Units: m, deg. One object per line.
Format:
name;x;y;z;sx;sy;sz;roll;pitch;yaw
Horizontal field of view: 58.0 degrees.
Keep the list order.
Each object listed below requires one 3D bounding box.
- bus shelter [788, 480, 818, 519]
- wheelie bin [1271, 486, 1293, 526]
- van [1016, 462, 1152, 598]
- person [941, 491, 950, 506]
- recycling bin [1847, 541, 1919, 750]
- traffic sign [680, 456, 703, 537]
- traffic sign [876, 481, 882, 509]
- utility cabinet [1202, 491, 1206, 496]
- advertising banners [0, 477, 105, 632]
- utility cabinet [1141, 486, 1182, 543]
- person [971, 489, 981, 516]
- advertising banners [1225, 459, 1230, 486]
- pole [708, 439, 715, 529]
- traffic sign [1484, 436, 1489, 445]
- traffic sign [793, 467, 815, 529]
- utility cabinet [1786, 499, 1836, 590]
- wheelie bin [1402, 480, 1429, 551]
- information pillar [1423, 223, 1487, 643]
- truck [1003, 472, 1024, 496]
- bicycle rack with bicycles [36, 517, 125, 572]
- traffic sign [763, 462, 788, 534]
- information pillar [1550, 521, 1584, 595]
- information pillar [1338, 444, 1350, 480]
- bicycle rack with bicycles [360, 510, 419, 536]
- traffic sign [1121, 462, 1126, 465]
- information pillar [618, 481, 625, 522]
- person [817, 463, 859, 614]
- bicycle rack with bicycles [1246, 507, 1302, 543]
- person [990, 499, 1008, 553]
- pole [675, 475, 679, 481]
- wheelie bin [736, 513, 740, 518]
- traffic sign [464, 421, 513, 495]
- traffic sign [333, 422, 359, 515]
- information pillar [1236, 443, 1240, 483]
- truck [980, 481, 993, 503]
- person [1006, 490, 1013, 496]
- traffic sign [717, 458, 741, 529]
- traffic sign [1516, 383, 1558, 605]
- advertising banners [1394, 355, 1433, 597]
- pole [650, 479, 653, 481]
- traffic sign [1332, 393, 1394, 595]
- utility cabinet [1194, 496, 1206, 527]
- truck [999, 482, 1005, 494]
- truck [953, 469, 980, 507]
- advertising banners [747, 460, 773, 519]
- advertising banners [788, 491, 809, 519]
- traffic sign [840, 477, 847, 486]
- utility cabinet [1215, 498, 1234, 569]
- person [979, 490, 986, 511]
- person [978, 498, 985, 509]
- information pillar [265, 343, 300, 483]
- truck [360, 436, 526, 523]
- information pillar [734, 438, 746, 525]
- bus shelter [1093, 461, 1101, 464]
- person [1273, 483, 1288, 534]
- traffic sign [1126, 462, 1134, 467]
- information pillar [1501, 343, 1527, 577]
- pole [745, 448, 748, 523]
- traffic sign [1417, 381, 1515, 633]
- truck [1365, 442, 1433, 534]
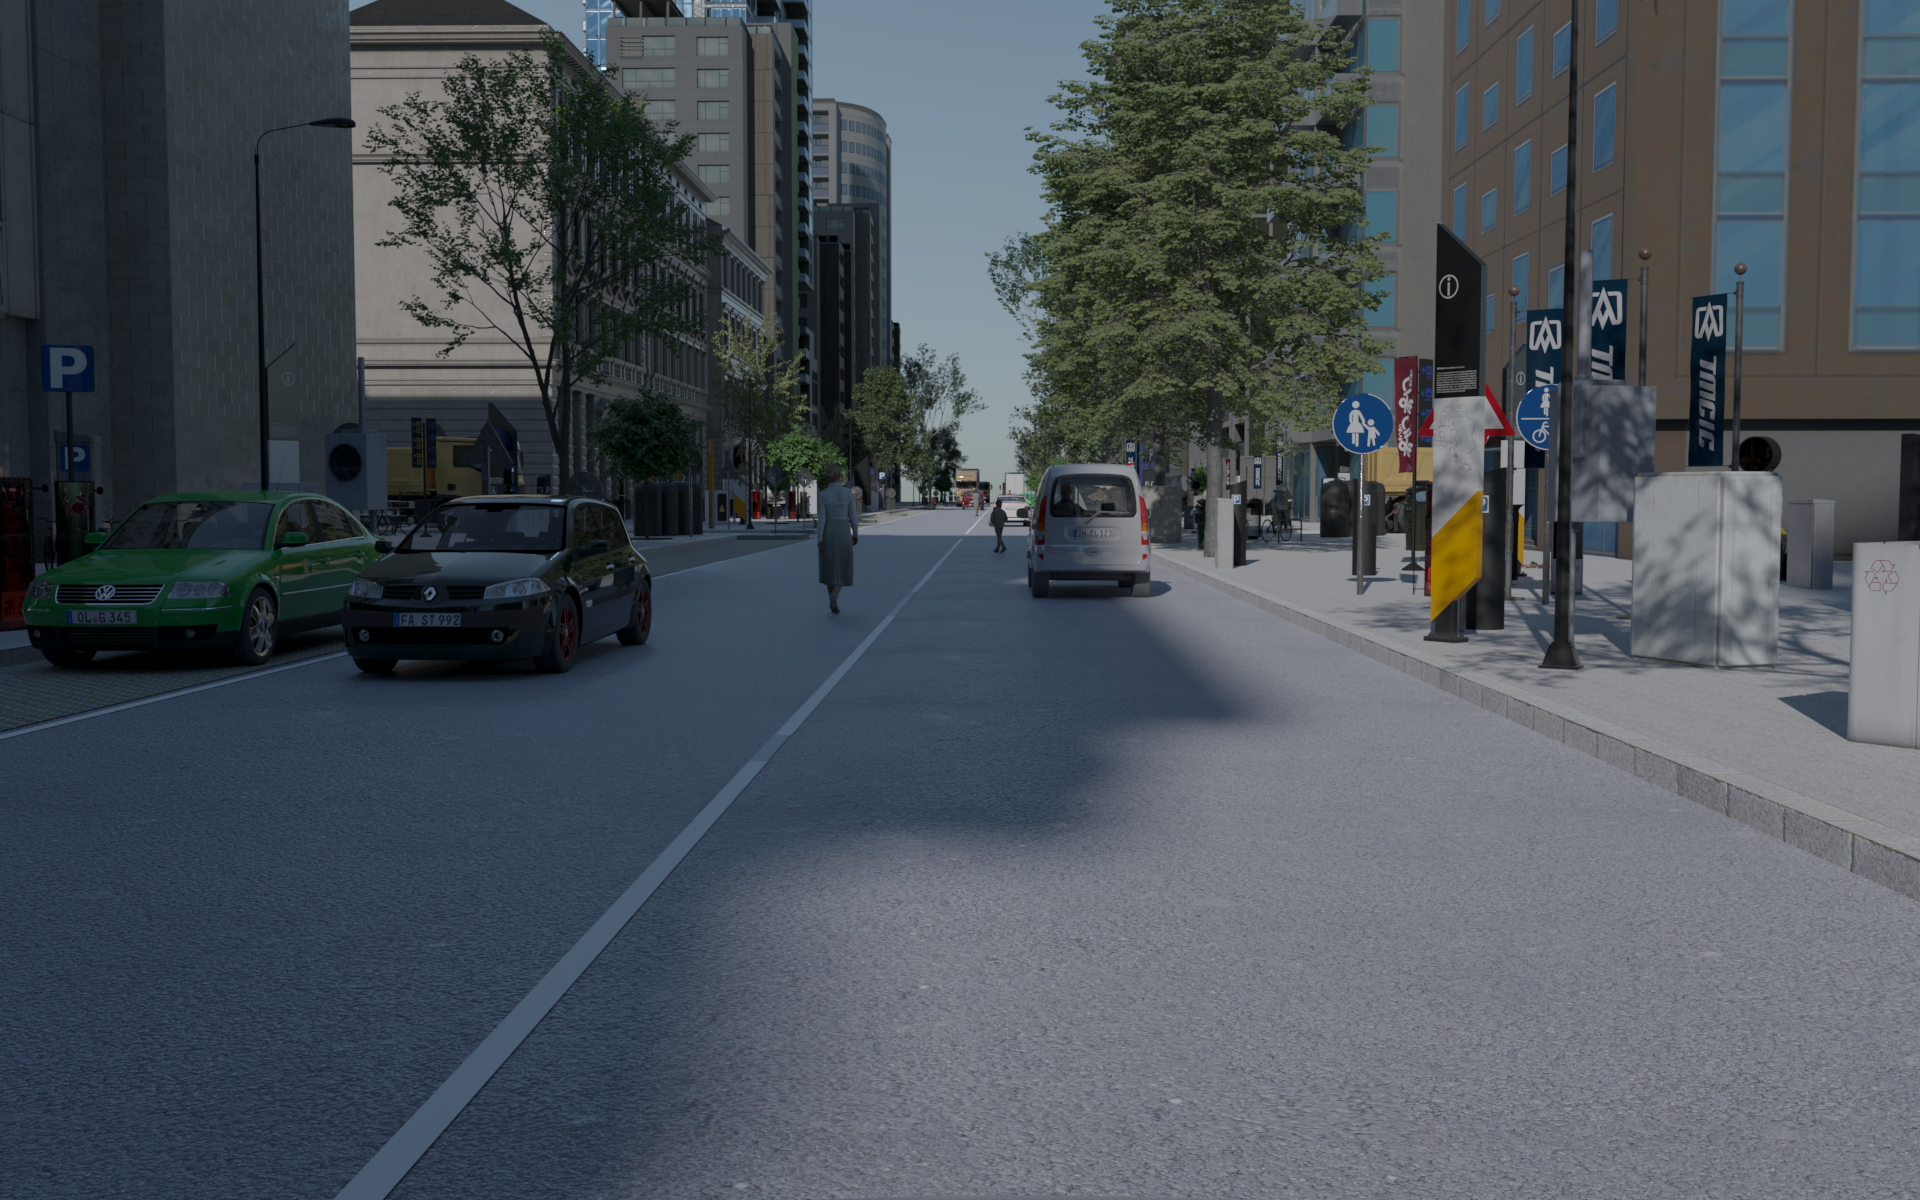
bus shelter;-8.058;-5.995;91.934;2.014;3.302;5.546;0;4;1
wheelie bin;12.941;-3.787;69.830;0.980;1.594;0.693;-3;5;-41
van;1.837;-1.123;25.366;2.013;2.044;4.112;0;4;1
person;-1.849;-12.448;212.112;1.350;1.814;0.705;2;4;31
recycling bin;5.090;0.224;8.885;0.722;1.027;0.722;-2;4;-35
traffic sign;-7.994;-3.136;51.385;0.768;2.556;0.104;0;4;5
traffic sign;-6.273;-7.998;132.898;0.606;2.300;0.079;0;4;6
utility cabinet;16.555;-6.623;116.967;0.318;1.500;1.173;0;4;-3
advertising banners;-8.872;-1.225;16.212;0.090;3.025;2.074;1;4;19
utility cabinet;5.222;-2.247;45.413;1.173;1.500;0.318;3;4;36
person;1.042;-6.292;111.738;0.716;1.782;0.532;-3;5;-40
advertising banners;13.669;-5.505;86.201;0.090;3.025;2.074;3;4;36
pole;-9.219;-4.303;64.194;0.158;3.312;0.155;0;3;0
traffic sign;6.684;-1.411;23.178;0.768;2.556;0.104;0;4;6
traffic sign;-5.672;-3.635;63.081;0.795;2.450;0.064;0;4;1
utility cabinet;11.655;-0.768;23.725;0.306;1.237;1.020;1;4;8
wheelie bin;10.450;-1.914;39.207;0.693;1.594;0.980;-1;4;-18
information pillar;4.273;-1.439;14.883;0.183;3.616;0.504;-3;4;-36
truck;7.132;-14.637;228.226;2.839;4.237;11.283;0;4;1
bicycle rack with bicycles;-13.045;-0.847;27.235;2.852;0.926;2.925;-2;4;-32
traffic sign;-5.869;-3.147;55.098;0.795;2.450;0.064;0;4;1
information pillar;7.722;-1.071;21.998;0.304;2.012;0.304;3;5;45
information pillar;15.131;-4.702;68.224;0.504;3.616;0.183;-1;4;-19
bicycle rack with bicycles;-18.178;-2.441;53.292;2.925;0.926;2.852;-1;4;-19
traffic sign;5.171;-3.129;54.807;0.795;2.450;0.064;0;4;1
information pillar;-15.512;-4.582;79.409;0.304;2.012;0.304;0;4;-6
person;-1.486;-0.733;20.705;0.478;1.798;0.641;1;4;11
bicycle rack with bicycles;7.866;-2.034;46.631;2.852;0.926;2.925;2;4;31
person;0.937;-1.796;42.135;0.475;1.303;0.640;-3;4;-36
pole;-14.645;-5.862;89.692;0.158;3.312;0.155;0;3;0
wheelie bin;-11.659;-5.145;92.029;0.980;1.594;0.693;0;4;-2
traffic sign;-8.365;-1.879;30.732;0.884;2.594;0.081;0;4;3
traffic sign;-10.825;-1.878;30.806;0.768;2.556;0.104;0;4;3
information pillar;12.689;-5.370;79.150;0.183;3.616;0.504;0;4;-5
truck;3.353;-16.607;267.449;3.469;3.379;9.791;0;4;2
person;4.492;-9.003;155.704;1.348;1.823;0.705;-2;4;-27
traffic sign;-8.386;-3.842;62.827;0.884;2.594;0.081;0;4;5
traffic sign;6.809;-1.220;20.060;0.768;2.556;0.104;0;4;7
advertising banners;5.928;-1.542;21.407;0.090;3.025;2.074;-1;4;-19
pole;-11.700;-4.400;65.784;0.158;3.312;0.155;0;3;0
traffic sign;5.096;-1.339;21.991;0.768;2.556;0.104;0;4;3
utility cabinet;9.509;-3.490;68.231;0.306;1.237;1.020;-1;4;-14
truck;8.227;-17.498;282.014;3.469;3.379;9.791;0;3;0
truck;0.836;-12.467;192.753;2.839;4.237;11.283;0;4;2
advertising banners;-10.308;-5.613;87.955;2.074;3.025;0.090;1;4;22
advertising banners;-8.532;-5.634;88.310;0.090;3.025;2.074;3;5;44
traffic sign;-7.051;-6.265;102.535;0.768;2.556;0.104;0;4;5
utility cabinet;4.604;-1.161;30.142;0.306;1.237;1.020;0;4;6
person;1.990;-8.582;149.266;0.568;1.767;0.683;1;4;15
person;2.003;-9.553;165.635;0.756;1.711;0.436;1;4;20
information pillar;-10.467;-2.169;26.822;0.183;3.616;0.504;3;5;44
truck;-19.003;-3.857;58.979;9.791;3.379;3.469;0;4;2
information pillar;-9.194;-4.955;72.374;0.504;3.616;0.183;0;4;-6
bus shelter;7.382;-6.521;100.546;2.014;3.302;5.546;0;4;2
person;10.926;-3.085;59.115;0.537;1.800;0.526;0;4;-3
traffic sign;6.904;-4.248;69.565;0.768;2.556;0.104;0;4;7
information pillar;8.579;-2.170;26.827;0.504;3.616;0.183;-2;4;-32
pole;-9.591;-5.109;77.379;0.158;3.312;0.155;0;3;0
traffic sign;4.656;-0.978;15.995;0.884;2.594;0.081;0;4;5
truck;18.758;-3.831;58.566;9.791;3.379;3.469;0;4;1
